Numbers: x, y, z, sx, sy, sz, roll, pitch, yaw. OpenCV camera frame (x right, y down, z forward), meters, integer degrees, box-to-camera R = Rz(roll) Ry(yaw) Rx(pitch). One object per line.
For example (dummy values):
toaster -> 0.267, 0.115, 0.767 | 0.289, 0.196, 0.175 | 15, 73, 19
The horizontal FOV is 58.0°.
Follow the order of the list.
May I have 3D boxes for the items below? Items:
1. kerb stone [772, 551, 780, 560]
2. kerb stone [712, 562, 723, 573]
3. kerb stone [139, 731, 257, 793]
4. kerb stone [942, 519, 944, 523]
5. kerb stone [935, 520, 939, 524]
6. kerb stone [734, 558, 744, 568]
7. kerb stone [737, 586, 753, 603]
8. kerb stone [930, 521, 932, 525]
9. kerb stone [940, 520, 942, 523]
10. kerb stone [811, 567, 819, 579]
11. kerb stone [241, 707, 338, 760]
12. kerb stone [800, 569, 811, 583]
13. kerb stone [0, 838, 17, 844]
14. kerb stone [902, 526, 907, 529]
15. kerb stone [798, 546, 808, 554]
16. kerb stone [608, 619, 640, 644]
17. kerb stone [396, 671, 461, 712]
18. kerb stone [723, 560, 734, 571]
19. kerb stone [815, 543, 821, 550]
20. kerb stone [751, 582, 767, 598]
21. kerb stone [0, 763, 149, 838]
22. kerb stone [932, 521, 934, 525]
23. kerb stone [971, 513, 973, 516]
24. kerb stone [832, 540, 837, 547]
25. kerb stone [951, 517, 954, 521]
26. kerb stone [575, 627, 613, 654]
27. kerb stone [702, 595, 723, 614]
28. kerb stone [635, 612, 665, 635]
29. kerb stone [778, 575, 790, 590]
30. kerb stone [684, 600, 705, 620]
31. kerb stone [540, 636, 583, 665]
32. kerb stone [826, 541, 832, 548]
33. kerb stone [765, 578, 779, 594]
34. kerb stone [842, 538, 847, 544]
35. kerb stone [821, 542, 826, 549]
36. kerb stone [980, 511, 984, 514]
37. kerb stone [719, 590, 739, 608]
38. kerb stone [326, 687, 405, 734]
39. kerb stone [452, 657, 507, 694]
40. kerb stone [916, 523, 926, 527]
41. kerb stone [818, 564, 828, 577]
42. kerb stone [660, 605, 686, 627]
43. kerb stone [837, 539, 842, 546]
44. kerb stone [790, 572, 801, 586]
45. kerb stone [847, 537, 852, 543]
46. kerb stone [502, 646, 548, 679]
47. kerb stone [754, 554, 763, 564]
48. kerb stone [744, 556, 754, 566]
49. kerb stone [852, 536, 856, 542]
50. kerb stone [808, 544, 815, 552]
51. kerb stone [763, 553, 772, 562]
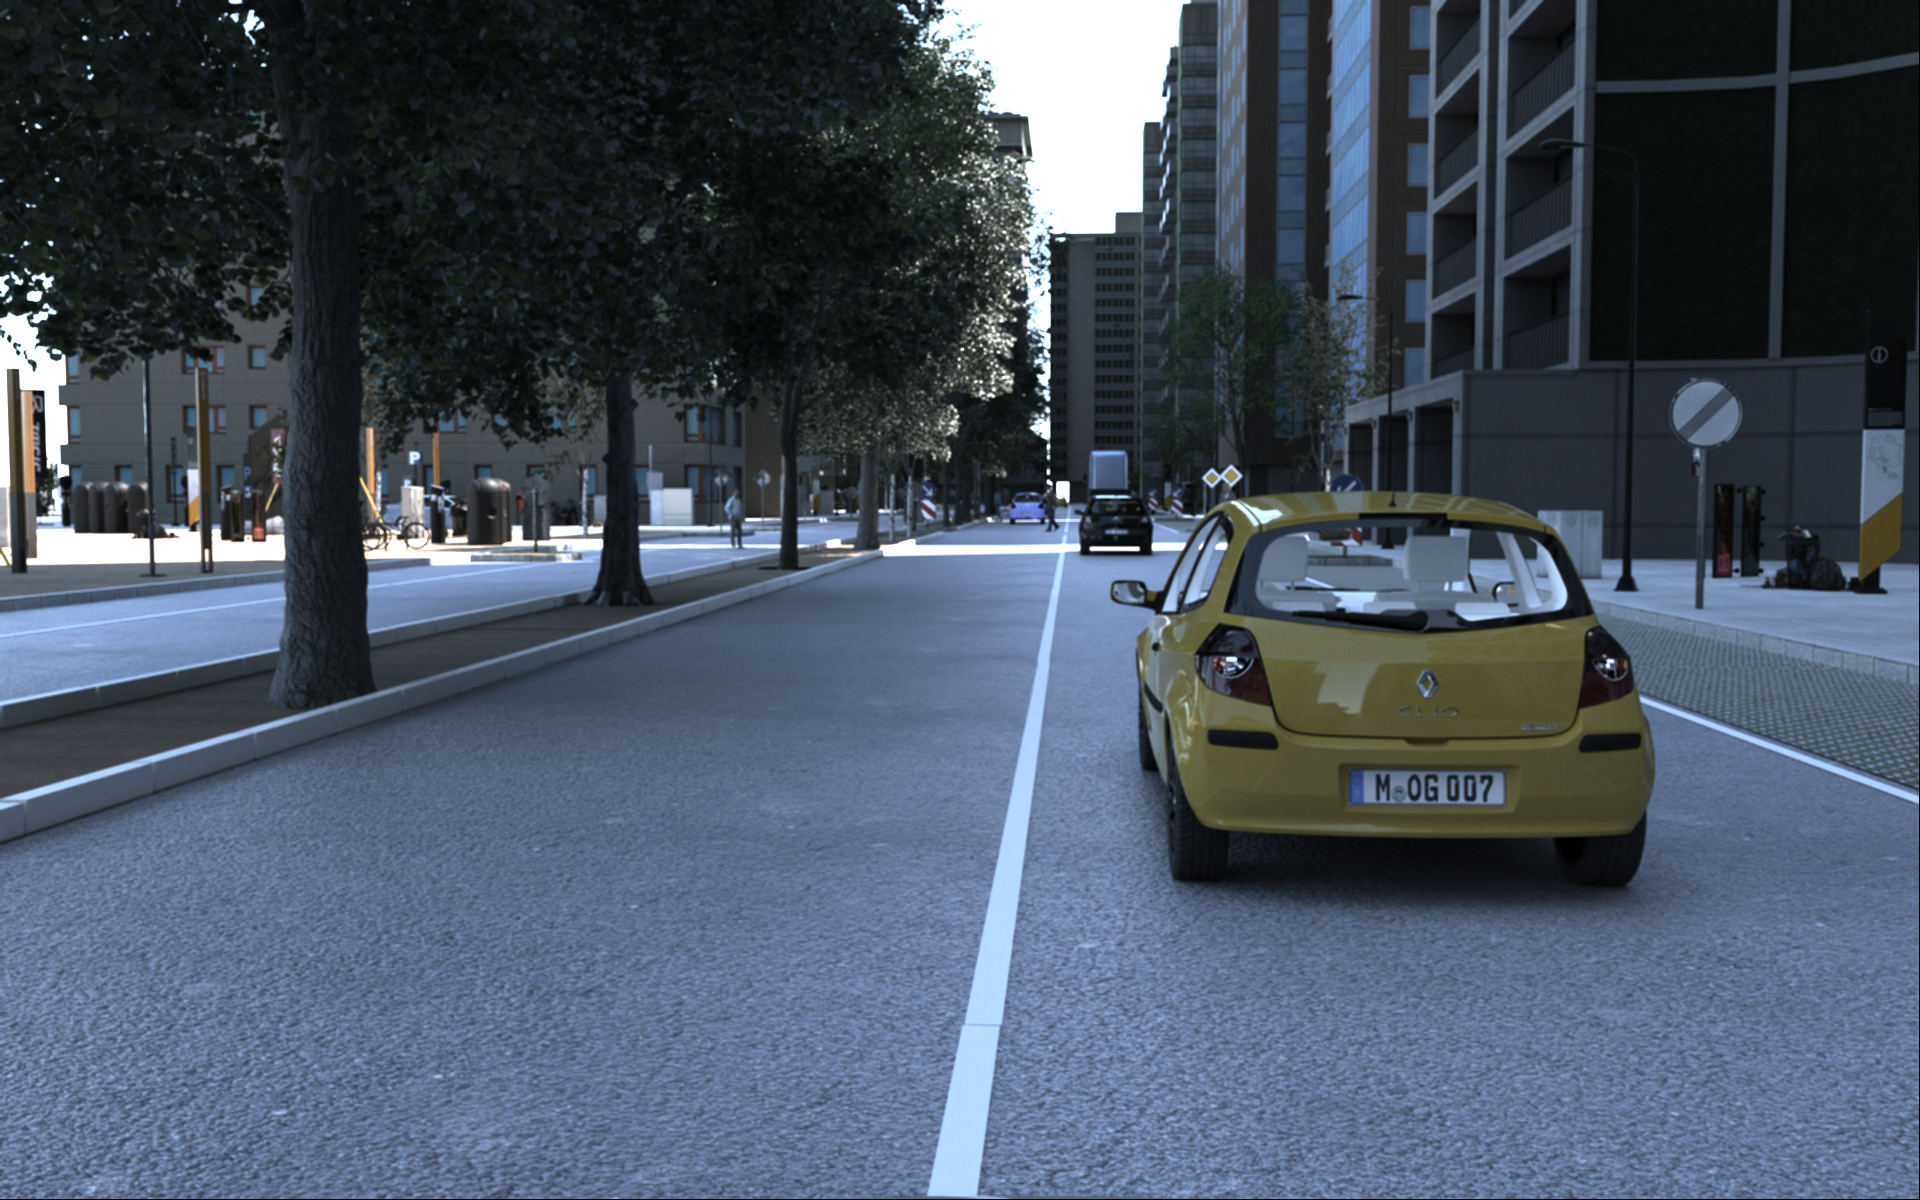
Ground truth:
kerb stone -> -4.109, -0.941, 37.605 | 0.120, 0.150, 1.000 | 0, 4, 4
kerb stone -> -4.506, -0.567, 31.473 | 0.120, 0.150, 1.000 | 0, 4, 4
kerb stone -> -3.881, 0.819, 8.798 | 0.120, 0.150, 1.000 | 0, 4, 4
kerb stone -> -1.027, -3.854, 85.211 | 0.120, 0.150, 1.000 | 0, 4, 4
kerb stone -> -1.229, -3.666, 82.129 | 0.120, 0.150, 1.000 | 0, 4, 4
kerb stone -> -4.379, -0.689, 33.513 | 0.120, 0.150, 1.000 | 0, 4, 4
kerb stone -> -2.951, -0.057, 23.122 | 0.120, 0.150, 1.000 | 0, 4, 4
kerb stone -> -1.490, -3.415, 78.025 | 0.120, 0.150, 1.000 | 0, 4, 4
kerb stone -> -1.090, -3.791, 84.180 | 0.120, 0.150, 1.000 | 0, 4, 4
kerb stone -> -2.550, -0.432, 29.260 | 0.120, 0.150, 1.000 | 0, 4, 4
kerb stone -> -3.812, 0.757, 9.821 | 0.120, 0.150, 1.000 | 0, 4, 4
kerb stone -> -2.611, -0.370, 28.240 | 0.120, 0.150, 1.000 | 0, 4, 4
kerb stone -> -4.010, 0.954, 6.755 | 0.120, 0.150, 1.000 | 0, 4, 4
kerb stone -> -2.091, -2.851, 68.814 | 0.120, 0.150, 1.000 | 0, 4, 4
kerb stone -> -3.849, -1.190, 41.694 | 0.120, 0.150, 1.000 | 0, 4, 4
kerb stone -> -3.346, 0.322, 16.980 | 0.120, 0.150, 1.000 | 0, 4, 4
kerb stone -> -3.677, 0.632, 11.869 | 0.120, 0.150, 1.000 | 0, 4, 4
kerb stone -> -4.442, -0.627, 32.493 | 0.120, 0.150, 1.000 | 0, 4, 4
kerb stone -> -3.705, -1.317, 43.733 | 0.120, 0.150, 1.000 | 0, 4, 4
kerb stone -> -2.880, -0.120, 24.152 | 0.120, 0.150, 1.000 | 0, 4, 4
kerb stone -> -3.944, 0.882, 7.774 | 0.120, 0.150, 1.000 | 0, 4, 4
kerb stone -> -1.420, -3.477, 79.051 | 0.120, 0.150, 1.000 | 0, 4, 4
kerb stone -> 0.971, -5.731, 115.927 | 0.120, 0.150, 1.000 | 0, 4, 4
kerb stone -> -3.524, -1.503, 46.797 | 0.120, 0.150, 1.000 | 0, 4, 4
kerb stone -> -0.362, -4.476, 95.480 | 0.120, 0.150, 1.000 | 0, 4, 4
kerb stone -> -3.411, 0.382, 15.953 | 0.120, 0.150, 1.000 | 0, 4, 4
kerb stone -> -3.079, 0.069, 21.072 | 0.120, 0.150, 1.000 | 0, 4, 4
kerb stone -> -3.277, 0.256, 18.013 | 0.120, 0.150, 1.000 | 0, 4, 4
kerb stone -> -2.752, -0.245, 26.195 | 0.120, 0.150, 1.000 | 0, 4, 4
kerb stone -> -3.151, 0.131, 20.053 | 0.120, 0.150, 1.000 | 0, 4, 4
kerb stone -> -3.476, 0.444, 14.933 | 0.120, 0.150, 1.000 | 0, 4, 4
kerb stone -> -3.585, -1.441, 45.776 | 0.120, 0.150, 1.000 | 0, 4, 4
kerb stone -> -2.811, -0.182, 25.175 | 0.120, 0.150, 1.000 | 0, 4, 4
kerb stone -> -3.382, -1.627, 48.839 | 0.120, 0.150, 1.000 | 0, 4, 4
kerb stone -> -3.649, -1.378, 44.753 | 0.120, 0.150, 1.000 | 0, 4, 4
kerb stone -> 1.764, -6.484, 128.208 | 0.120, 0.150, 1.000 | 0, 4, 4
kerb stone -> -3.015, 0.006, 22.102 | 0.120, 0.150, 1.000 | 0, 4, 4
kerb stone -> -3.745, 0.694, 10.841 | 0.120, 0.150, 1.000 | 0, 4, 4
kerb stone -> -3.611, 0.569, 12.893 | 0.120, 0.150, 1.000 | 0, 4, 4
kerb stone -> -1.688, -3.227, 74.962 | 0.120, 0.150, 1.000 | 0, 4, 4
kerb stone -> -2.489, -0.494, 30.280 | 0.120, 0.150, 1.000 | 0, 4, 4
kerb stone -> -3.210, 0.193, 19.033 | 0.120, 0.150, 1.000 | 0, 4, 4
kerb stone -> -3.448, -1.567, 47.819 | 0.120, 0.150, 1.000 | 0, 4, 4
kerb stone -> -2.674, -0.307, 27.220 | 0.120, 0.150, 1.000 | 0, 4, 4
kerb stone -> -3.316, -1.691, 49.859 | 0.120, 0.150, 1.000 | 0, 4, 4
kerb stone -> -3.541, 0.507, 13.913 | 0.120, 0.150, 1.000 | 0, 4, 4
kerb stone -> -4.241, -0.815, 35.565 | 0.120, 0.150, 1.000 | 0, 4, 4
kerb stone -> -4.310, -0.751, 34.546 | 0.120, 0.150, 1.000 | 0, 4, 4
kerb stone -> -3.250, -1.750, 50.890 | 0.120, 0.150, 1.000 | 0, 4, 4
kerb stone -> -3.781, -1.250, 42.714 | 0.120, 0.150, 1.000 | 0, 4, 4
kerb stone -> -4.174, -0.880, 36.585 | 0.120, 0.150, 1.000 | 0, 4, 4
